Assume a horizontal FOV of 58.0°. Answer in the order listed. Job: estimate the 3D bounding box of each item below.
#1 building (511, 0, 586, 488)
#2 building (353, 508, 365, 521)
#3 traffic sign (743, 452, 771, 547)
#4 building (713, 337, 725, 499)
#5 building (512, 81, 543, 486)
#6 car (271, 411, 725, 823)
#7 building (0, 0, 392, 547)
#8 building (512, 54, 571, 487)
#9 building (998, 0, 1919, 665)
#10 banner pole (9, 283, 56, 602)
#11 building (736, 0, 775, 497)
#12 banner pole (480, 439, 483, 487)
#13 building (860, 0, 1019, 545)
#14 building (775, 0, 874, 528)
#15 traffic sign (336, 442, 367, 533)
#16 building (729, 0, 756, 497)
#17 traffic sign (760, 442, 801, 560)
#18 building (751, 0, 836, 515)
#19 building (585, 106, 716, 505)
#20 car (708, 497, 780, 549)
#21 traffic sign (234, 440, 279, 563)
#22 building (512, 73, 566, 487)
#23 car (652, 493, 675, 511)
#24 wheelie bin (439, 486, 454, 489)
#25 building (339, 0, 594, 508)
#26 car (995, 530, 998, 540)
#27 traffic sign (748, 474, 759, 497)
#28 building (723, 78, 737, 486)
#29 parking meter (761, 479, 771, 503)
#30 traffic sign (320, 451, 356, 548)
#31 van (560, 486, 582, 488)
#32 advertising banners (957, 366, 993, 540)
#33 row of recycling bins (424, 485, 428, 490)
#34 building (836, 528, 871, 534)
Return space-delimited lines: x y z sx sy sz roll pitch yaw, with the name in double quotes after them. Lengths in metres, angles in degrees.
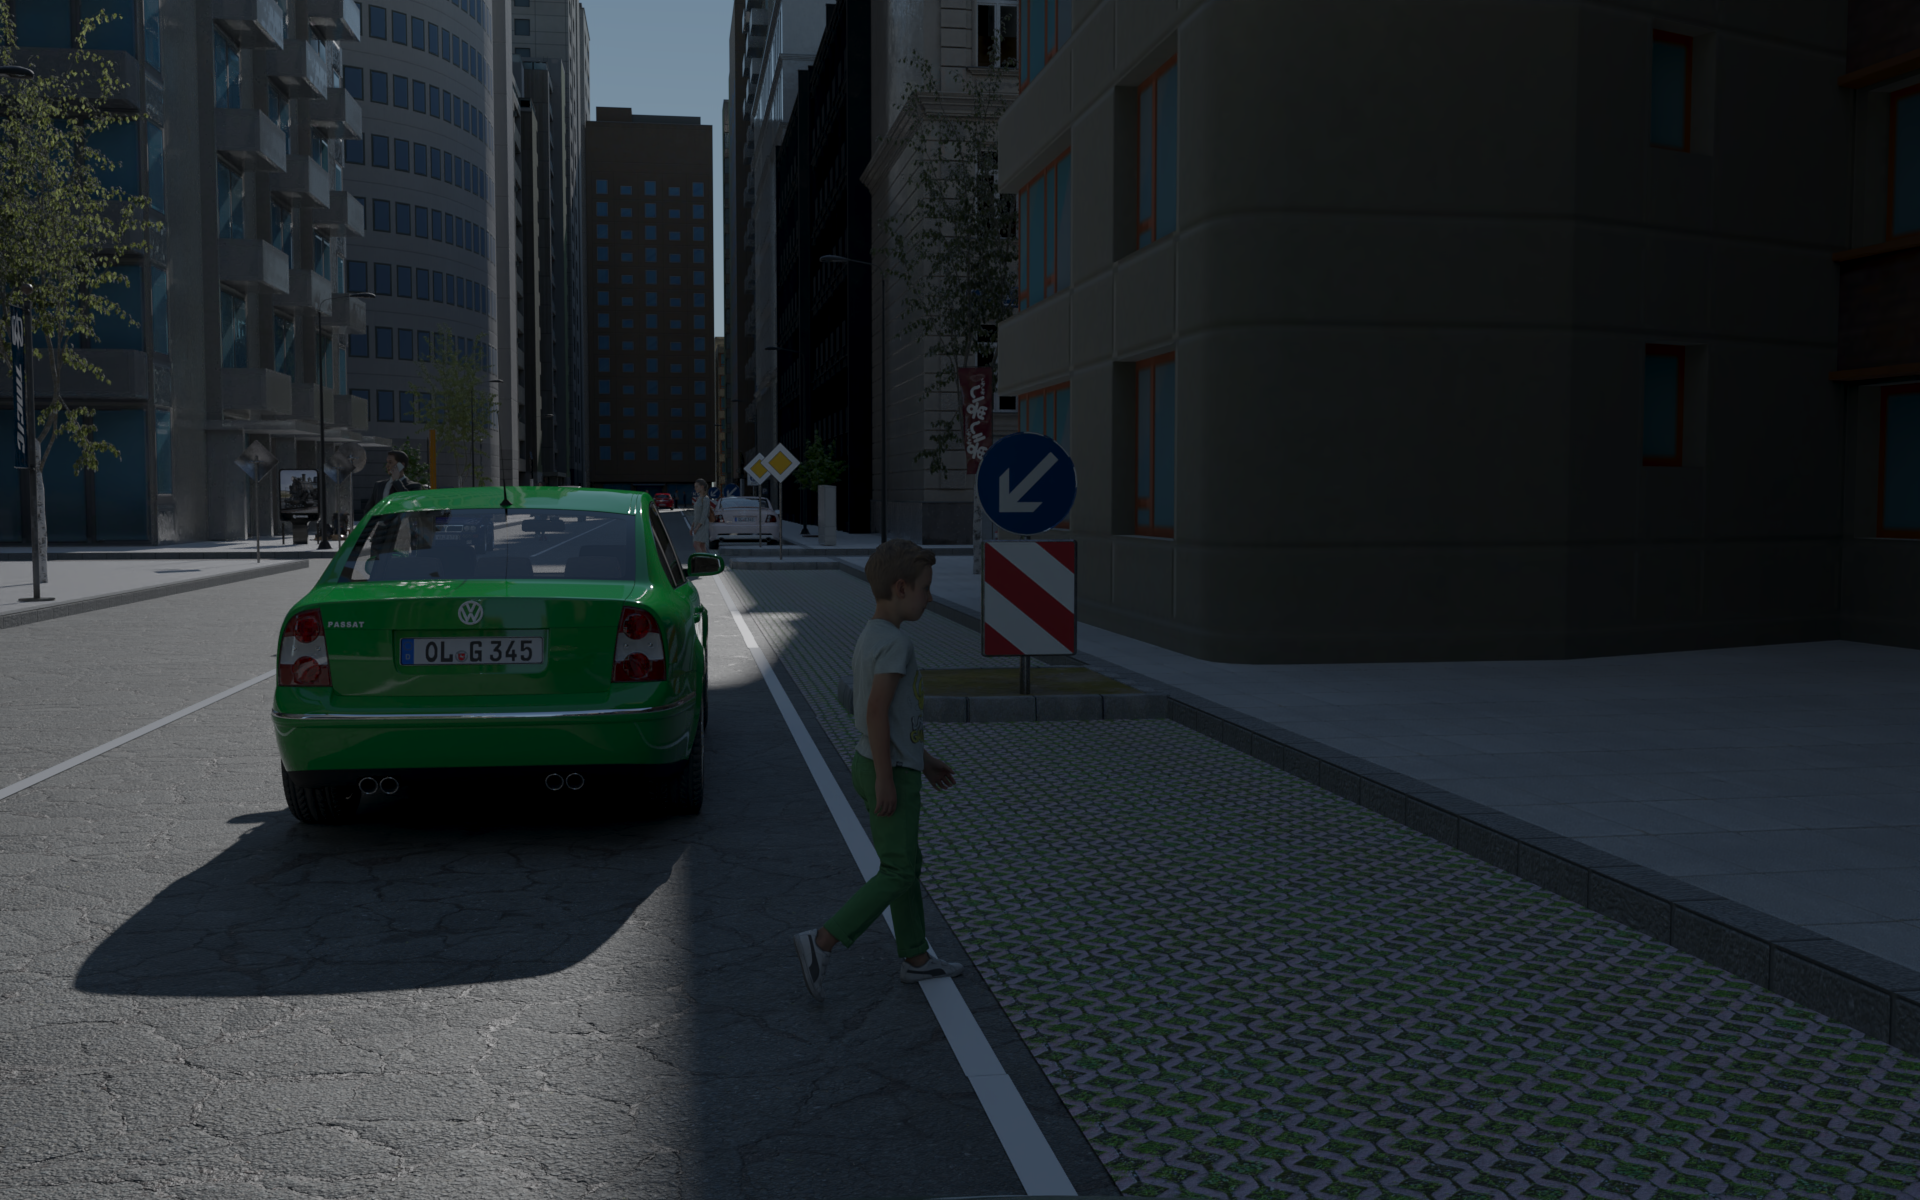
-49.248 -45.068 175.107 20.611 71.187 20.563 -1 4 -9 "building"
-35.590 -33.569 90.860 21.231 58.520 28.212 -1 4 -9 "building"
-4.809 -2.324 41.647 0.795 2.450 0.064 -1 4 -9 "traffic sign"
-15.893 -22.680 215.849 28.899 21.520 27.650 -1 4 -9 "building"
-36.752 -21.284 119.690 14.160 30.474 14.107 -1 4 -9 "building"
-2.211 -0.013 9.003 1.959 1.807 4.718 0 4 -8 "car"
-31.166 -26.444 51.976 23.786 49.044 30.456 -1 4 -9 "building"
-43.122 -28.945 156.845 14.154 41.232 14.086 -1 4 -9 "building"
16.476 -10.037 9.141 27.650 21.520 28.899 -1 4 -9 "building"
-11.048 -1.863 20.476 0.401 3.779 0.863 -1 4 -11 "banner pole"
-5.287 -31.489 134.457 23.786 49.044 30.456 -1 4 -9 "building"
-21.816 -5.444 79.020 0.401 3.779 0.863 -1 4 -19 "banner pole"
10.081 -15.469 50.186 25.104 27.353 12.463 -1 4 -9 "building"
-1.818 -15.298 79.795 12.332 23.373 15.834 -1 4 -9 "building"
-14.840 -2.575 42.211 0.768 2.556 0.104 0 4 -3 "traffic sign"
-13.420 -30.930 155.815 14.600 45.320 14.200 -1 4 -9 "building"
-3.499 -1.843 33.770 0.795 2.450 0.064 -1 4 -9 "traffic sign"
-5.932 -19.848 102.007 11.434 29.767 29.804 -1 4 -9 "building"
-36.338 -33.901 204.387 14.200 45.320 14.600 -1 4 -9 "building"
-5.764 -2.065 46.123 2.083 1.381 4.827 0 4 -8 "car"
-13.066 -1.747 32.206 0.795 2.450 0.064 -1 4 -9 "traffic sign"
-48.140 -27.211 136.781 32.217 40.220 23.993 -1 4 -9 "building"
-26.114 -8.759 152.255 2.155 1.783 4.494 -1 4 -8 "car"
-21.264 -3.898 71.641 0.980 1.594 0.693 -3 4 -39 "wheelie bin"
-58.046 -40.566 205.259 28.212 58.520 21.231 -1 4 -9 "building"
3.017 -1.894 39.999 4.494 1.783 2.155 -1 4 -9 "car"
-9.923 -4.969 83.376 0.606 2.300 0.079 0 4 -5 "traffic sign"
-15.547 -29.750 170.012 14.154 41.232 14.086 -1 4 -9 "building"
-7.687 -3.829 68.309 0.399 1.863 0.255 0 4 7 "parking meter"
-14.376 -2.229 40.083 0.795 2.450 0.064 -1 4 -9 "traffic sign"
-20.288 -5.053 89.628 2.013 2.044 4.112 -1 4 -8 "van"
0.919 -1.670 23.489 2.074 3.025 0.090 2 4 23 "advertising banners"
-24.620 -4.302 77.458 1.069 1.692 3.534 -3 5 -44 "row of recycling bins"
1.208 -14.316 63.751 12.332 23.373 15.834 -1 4 -9 "building"
